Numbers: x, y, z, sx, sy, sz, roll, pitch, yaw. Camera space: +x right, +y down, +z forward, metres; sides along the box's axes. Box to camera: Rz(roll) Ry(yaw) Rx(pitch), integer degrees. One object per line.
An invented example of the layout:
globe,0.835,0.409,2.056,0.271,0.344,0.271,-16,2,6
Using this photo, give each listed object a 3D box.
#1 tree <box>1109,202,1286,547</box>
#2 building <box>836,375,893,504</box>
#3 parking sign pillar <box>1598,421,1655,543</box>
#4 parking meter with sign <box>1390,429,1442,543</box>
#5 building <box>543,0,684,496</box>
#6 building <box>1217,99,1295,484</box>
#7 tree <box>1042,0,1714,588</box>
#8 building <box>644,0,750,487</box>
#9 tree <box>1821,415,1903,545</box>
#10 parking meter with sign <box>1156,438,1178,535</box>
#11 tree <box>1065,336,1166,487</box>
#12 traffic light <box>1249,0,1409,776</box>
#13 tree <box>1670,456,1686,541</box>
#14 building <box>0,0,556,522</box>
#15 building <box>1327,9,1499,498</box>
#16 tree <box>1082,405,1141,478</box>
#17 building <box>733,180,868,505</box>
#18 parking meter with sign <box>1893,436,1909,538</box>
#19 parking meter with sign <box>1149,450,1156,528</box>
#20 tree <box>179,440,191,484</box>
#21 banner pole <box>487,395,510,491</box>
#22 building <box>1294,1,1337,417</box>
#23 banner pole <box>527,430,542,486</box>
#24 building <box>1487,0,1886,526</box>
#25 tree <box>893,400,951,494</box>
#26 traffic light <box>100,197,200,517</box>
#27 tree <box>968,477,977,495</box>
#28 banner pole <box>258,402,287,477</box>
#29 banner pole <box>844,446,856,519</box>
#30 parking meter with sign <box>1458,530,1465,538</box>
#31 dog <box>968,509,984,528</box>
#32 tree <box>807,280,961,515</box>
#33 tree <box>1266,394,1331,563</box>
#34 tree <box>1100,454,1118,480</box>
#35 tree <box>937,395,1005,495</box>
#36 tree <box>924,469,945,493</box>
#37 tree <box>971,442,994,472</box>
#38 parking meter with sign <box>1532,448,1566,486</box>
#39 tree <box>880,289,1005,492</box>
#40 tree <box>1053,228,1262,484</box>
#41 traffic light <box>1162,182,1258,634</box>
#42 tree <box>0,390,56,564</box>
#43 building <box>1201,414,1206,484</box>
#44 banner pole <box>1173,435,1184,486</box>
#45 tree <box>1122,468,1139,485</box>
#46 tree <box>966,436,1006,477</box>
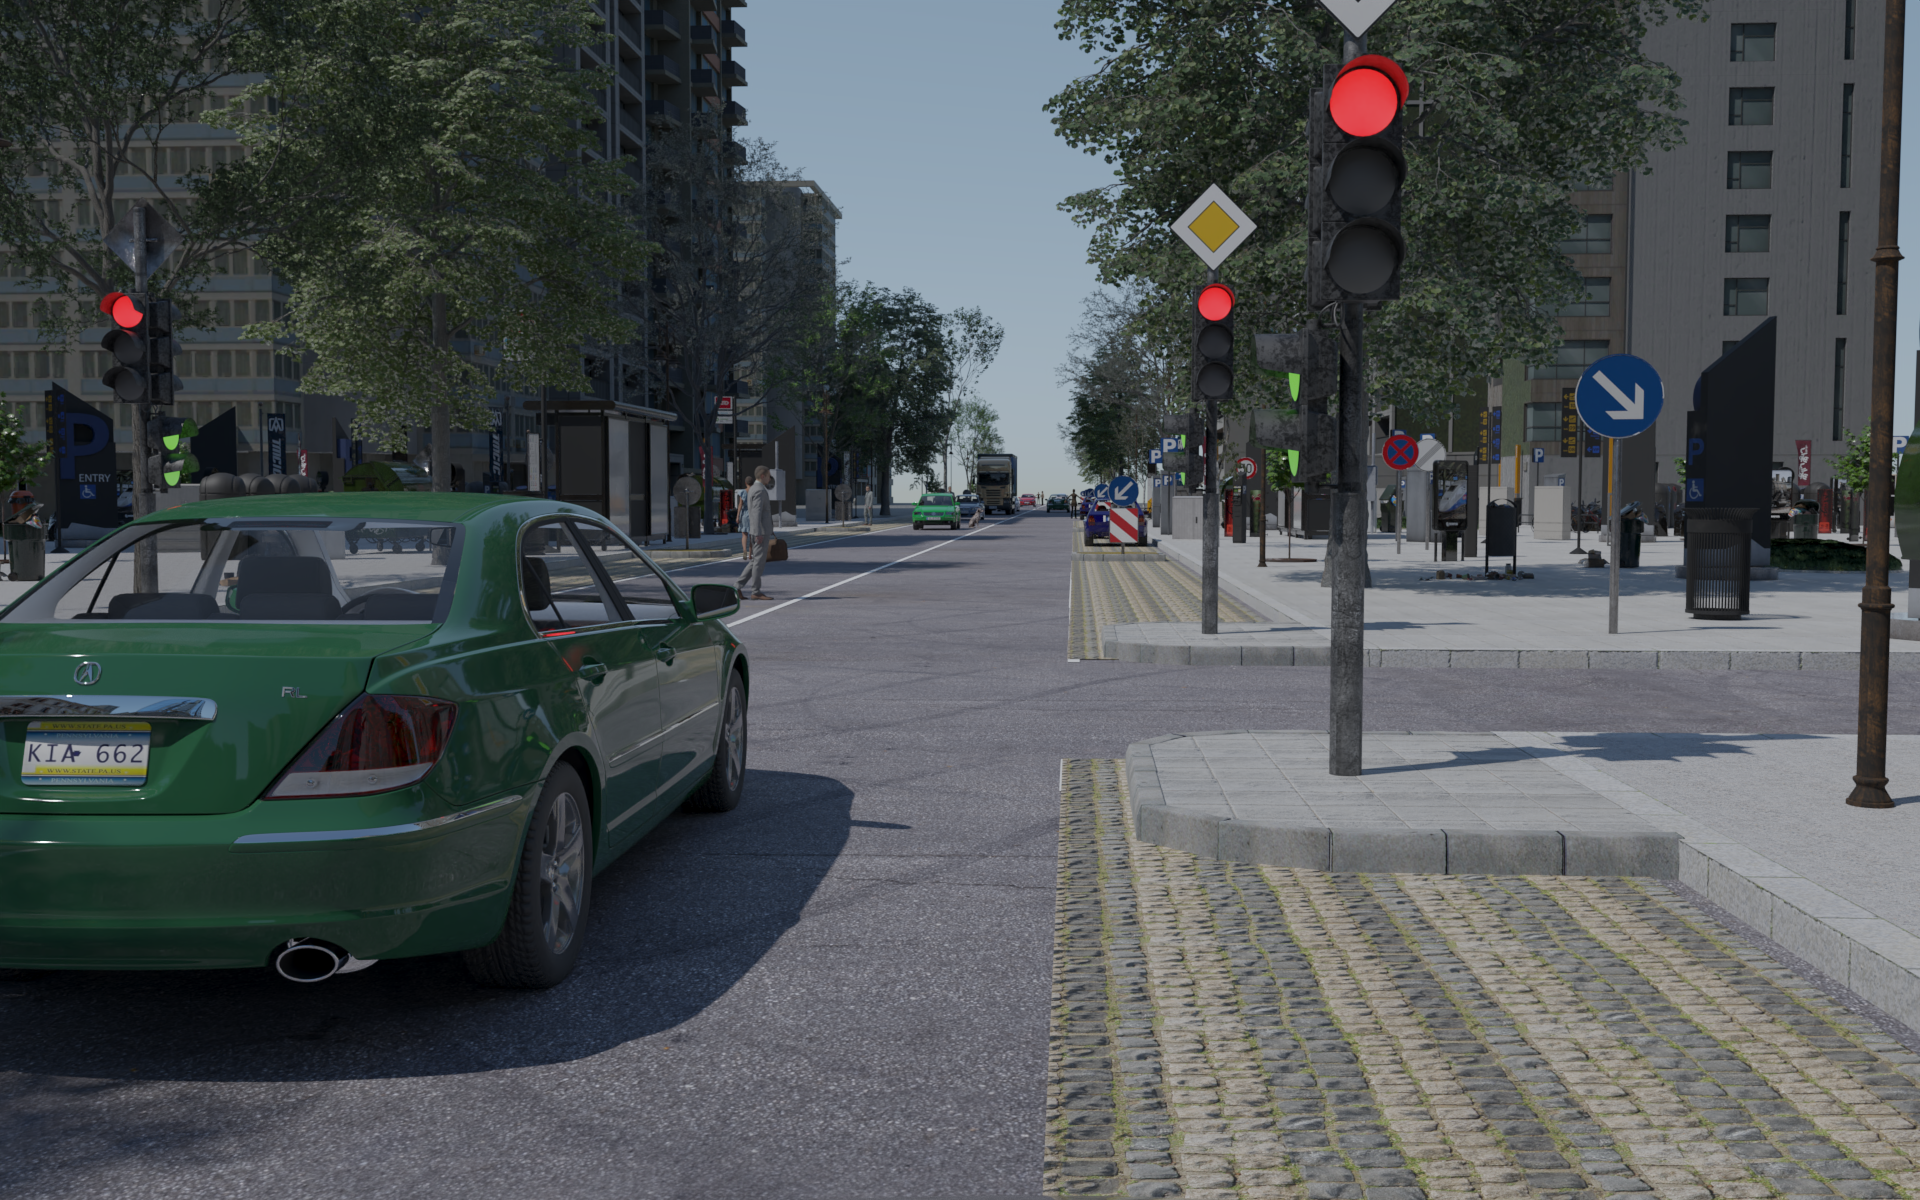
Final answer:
tree,5.990,-5.570,41.430,4.360,8.622,3.978,0,3,0
building,-24.149,-23.567,230.362,27.650,21.520,28.899,0,4,4
parking sign pillar,17.798,-3.523,46.075,1.447,3.967,1.447,2,4,25
parking meter with sign,12.304,-3.055,46.211,0.543,3.016,1.738,-2,4,-34
building,-27.684,-40.599,102.038,20.563,71.187,20.611,0,4,4
building,41.557,-35.656,206.669,21.300,48.544,21.600,0,4,4
tree,5.307,-7.154,23.622,9.857,13.997,8.962,0,3,0
building,-27.909,-28.948,127.917,22.147,44.769,28.867,0,4,4
tree,22.284,-2.928,42.482,1.663,3.219,1.824,0,3,0
parking meter with sign,6.566,-3.572,54.656,0.543,3.016,1.738,0,4,5
tree,11.092,-12.523,122.885,7.486,12.596,7.792,0,3,0
traffic light,1.748,-1.156,7.824,0.839,4.253,0.868,0,4,4
tree,20.412,-3.260,47.901,1.663,3.219,1.824,0,3,0
building,-32.961,-23.733,79.919,32.217,40.220,23.993,0,4,4
building,35.178,-41.098,110.196,20.563,71.187,20.611,0,4,4
tree,16.583,-15.730,182.937,9.928,11.665,9.643,0,3,0
building,-27.537,-31.265,203.068,32.217,40.220,23.993,0,4,4
parking meter with sign,27.834,-3.345,50.954,0.543,3.016,1.738,1,4,12
parking meter with sign,7.621,-4.325,66.971,0.543,3.016,1.738,0,4,4
tree,-25.477,-3.799,56.707,1.663,3.219,1.824,0,3,0
banner pole,-11.613,-3.294,43.872,0.401,3.779,0.863,2,4,34
building,36.975,-36.298,135.479,21.231,58.520,28.212,0,4,4
banner pole,-16.597,-4.749,67.670,0.863,3.779,0.401,-1,4,-22
building,30.714,-18.632,76.334,14.160,30.474,14.107,0,4,4
tree,-2.672,-10.821,127.281,4.360,8.622,3.978,0,3,0
traffic light,-7.715,-1.683,16.434,0.839,4.253,0.868,0,4,4
tree,1.396,-11.838,188.145,1.663,3.219,1.824,0,3,0
banner pole,-18.754,-3.495,47.155,0.863,3.779,0.401,-2,4,-28
banner pole,-5.718,-6.065,89.181,0.401,3.779,0.863,3,4,37
parking meter with sign,14.207,-3.320,50.543,1.738,3.016,0.543,-2,4,-34
dog,0.579,-3.477,73.679,0.513,0.831,0.800,-3,4,-38
tree,-4.463,-12.123,104.868,9.857,13.997,8.962,0,3,0
tree,6.180,-2.331,32.714,1.663,3.219,1.824,0,3,0
tree,16.931,-14.909,194.119,4.737,8.622,4.395,0,3,0
tree,0.966,-15.669,181.942,9.928,11.665,9.643,0,3,0
tree,-2.151,-8.444,132.660,1.663,3.219,1.824,0,3,0
tree,3.460,-17.087,229.736,4.737,8.622,4.395,0,3,0
parking meter with sign,22.293,-4.202,64.964,0.543,3.016,1.738,-2,4,-28
tree,-2.530,-18.640,160.658,12.611,20.169,13.585,0,3,0
tree,9.411,-10.285,78.536,12.009,13.543,11.850,0,3,0
traffic light,2.275,-1.643,15.792,0.839,4.253,0.868,0,4,4
tree,-17.682,-2.302,32.243,1.663,3.219,1.824,0,3,0
building,44.220,-35.368,232.888,22.147,44.769,28.867,0,4,4
banner pole,8.286,-4.633,65.770,0.401,3.779,0.863,-2,4,-35
tree,11.559,-7.483,116.952,1.663,3.219,1.824,0,3,0
tree,4.269,-19.254,249.217,7.601,10.594,8.767,1,4,10
